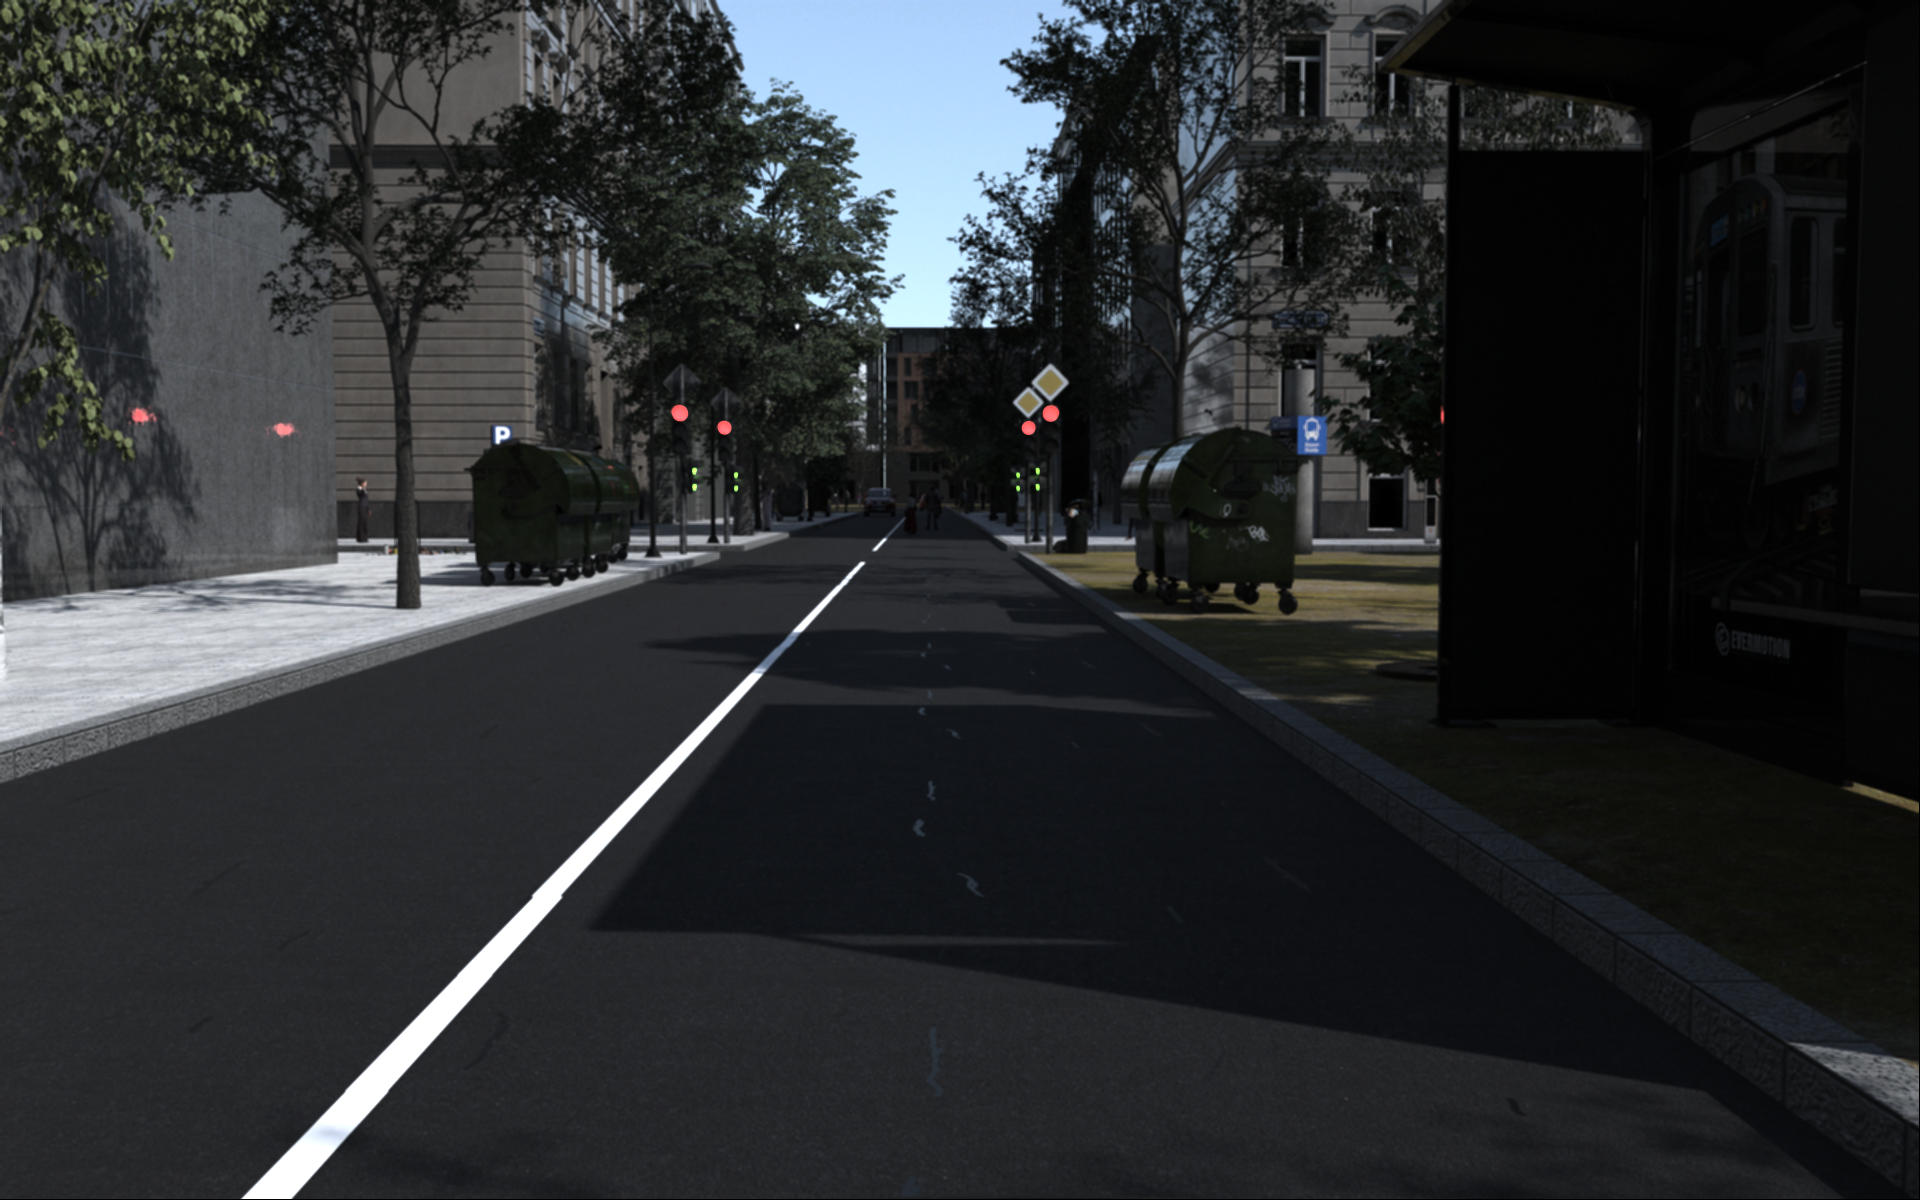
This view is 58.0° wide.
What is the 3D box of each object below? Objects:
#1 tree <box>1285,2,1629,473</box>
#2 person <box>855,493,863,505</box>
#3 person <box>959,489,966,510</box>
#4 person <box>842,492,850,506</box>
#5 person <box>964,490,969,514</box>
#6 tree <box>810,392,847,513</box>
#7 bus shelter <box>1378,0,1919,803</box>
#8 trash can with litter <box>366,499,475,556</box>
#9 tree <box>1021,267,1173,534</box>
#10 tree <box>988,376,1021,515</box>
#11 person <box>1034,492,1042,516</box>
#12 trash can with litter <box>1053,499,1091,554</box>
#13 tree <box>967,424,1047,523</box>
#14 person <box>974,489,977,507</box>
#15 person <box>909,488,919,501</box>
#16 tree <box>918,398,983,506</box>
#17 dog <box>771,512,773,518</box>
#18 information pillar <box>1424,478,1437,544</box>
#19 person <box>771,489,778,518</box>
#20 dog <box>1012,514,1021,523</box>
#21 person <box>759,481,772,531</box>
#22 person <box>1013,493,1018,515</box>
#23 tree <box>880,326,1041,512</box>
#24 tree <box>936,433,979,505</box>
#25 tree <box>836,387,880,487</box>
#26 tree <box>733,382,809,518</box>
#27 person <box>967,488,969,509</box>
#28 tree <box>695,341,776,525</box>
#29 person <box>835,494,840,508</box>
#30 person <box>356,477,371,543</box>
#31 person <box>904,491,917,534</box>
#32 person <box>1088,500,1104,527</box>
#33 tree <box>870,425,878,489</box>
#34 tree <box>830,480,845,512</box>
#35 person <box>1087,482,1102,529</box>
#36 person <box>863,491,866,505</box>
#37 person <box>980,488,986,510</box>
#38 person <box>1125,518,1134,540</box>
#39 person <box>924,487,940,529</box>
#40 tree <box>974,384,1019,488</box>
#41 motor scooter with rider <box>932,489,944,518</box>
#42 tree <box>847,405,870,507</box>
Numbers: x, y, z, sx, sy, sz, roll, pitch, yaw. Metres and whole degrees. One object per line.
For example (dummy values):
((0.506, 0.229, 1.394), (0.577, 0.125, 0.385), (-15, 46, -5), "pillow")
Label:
((6.098, -4.278, 20.300), (4.360, 8.622, 3.978), (0, 3, 0), "tree")
((-11.381, -11.355, 194.921), (0.991, 1.433, 0.599), (0, 4, 7), "person")
((0.426, -8.344, 143.255), (1.217, 1.735, 0.721), (-2, 4, -30), "person")
((-12.357, -11.154, 188.393), (0.705, 1.826, 1.348), (-3, 5, -40), "person")
((0.454, -6.287, 110.893), (0.319, 1.574, 0.516), (1, 4, 17), "person")
((-9.680, -9.373, 103.614), (4.360, 8.622, 3.978), (0, 3, 0), "tree")
((3.187, -0.929, 6.475), (1.731, 3.624, 6.357), (0, 4, -1), "bus shelter")
((-11.400, -1.582, 36.921), (2.233, 1.210, 1.678), (-1, 4, -8), "trash can with litter")
((4.544, -6.388, 54.803), (4.360, 8.622, 3.978), (0, 3, 0), "tree")
((3.478, -9.531, 106.186), (4.360, 8.622, 3.978), (0, 3, 0), "tree")
((4.460, -5.551, 99.017), (0.499, 1.552, 0.429), (-1, 4, -11), "person")
((2.357, -1.593, 37.435), (0.624, 1.170, 1.055), (-2, 4, -30), "trash can with litter")
((2.242, -5.743, 77.614), (4.285, 4.588, 4.351), (0, 3, 0), "tree")
((1.435, -10.094, 171.529), (0.568, 1.767, 0.683), (0, 4, 2), "person")
((-2.642, -5.529, 99.343), (0.568, 1.767, 0.683), (0, 4, -8), "person")
((-0.556, -15.733, 182.995), (9.928, 11.665, 9.643), (0, 3, 0), "tree")
((-10.023, -4.655, 90.495), (0.513, 0.831, 0.800), (0, 4, -8), "dog")
((12.159, -2.462, 44.751), (0.304, 2.012, 0.304), (1, 4, 10), "information pillar")
((-9.876, -5.104, 91.701), (0.471, 1.553, 0.569), (0, 4, 4), "person")
((2.412, -3.583, 76.312), (0.550, 0.427, 0.748), (-1, 4, -15), "dog")
((-6.781, -3.282, 60.370), (0.551, 1.740, 0.621), (2, 4, 26), "person")
((3.162, -5.831, 102.198), (0.431, 1.722, 0.655), (3, 5, 43), "person")
((0.960, -13.244, 126.903), (12.009, 13.543, 11.850), (0, 3, 0), "tree")
((0.467, -16.754, 195.978), (6.751, 12.117, 7.091), (0, 3, 0), "tree")
((-9.985, -17.538, 197.120), (12.009, 13.543, 11.850), (0, 3, 0), "tree")
((-8.766, -7.699, 76.246), (4.360, 8.622, 3.978), (0, 3, 0), "tree")
((0.784, -8.789, 149.607), (0.599, 1.838, 0.709), (1, 4, 23), "person")
((-9.211, -7.378, 70.997), (4.737, 8.622, 4.395), (0, 3, 0), "tree")
((-11.260, -9.017, 156.660), (0.799, 1.438, 0.628), (-3, 5, -45), "person")
((-15.661, -2.370, 45.598), (0.445, 1.727, 0.742), (-3, 4, -36), "person")
((-1.772, -3.150, 62.463), (0.387, 1.526, 0.523), (3, 5, 41), "person")
((5.328, -3.685, 68.257), (0.963, 1.587, 0.435), (-2, 4, -24), "person")
((-10.031, -13.588, 172.530), (4.360, 8.622, 3.978), (0, 3, 0), "tree")
((-8.875, -7.867, 123.222), (1.663, 3.219, 1.824), (0, 3, 0), "tree")
((4.872, -3.417, 62.728), (0.431, 1.722, 0.655), (3, 5, 40), "person")
((-10.978, -11.666, 199.963), (0.721, 1.743, 1.217), (-3, 4, -36), "person")
((1.937, -8.350, 142.589), (0.705, 1.821, 1.348), (-2, 4, -26), "person")
((4.844, -2.490, 48.232), (0.593, 1.643, 0.415), (0, 4, 7), "person")
((-1.151, -3.742, 70.505), (0.655, 1.722, 0.431), (0, 4, -1), "person")
((3.066, -10.046, 114.607), (4.737, 8.622, 4.395), (0, 3, 0), "tree")
((-1.325, -5.805, 103.873), (0.876, 1.779, 1.986), (0, 4, -2), "motor scooter with rider")
((-9.285, -10.981, 129.905), (4.360, 8.622, 3.978), (0, 3, 0), "tree")
